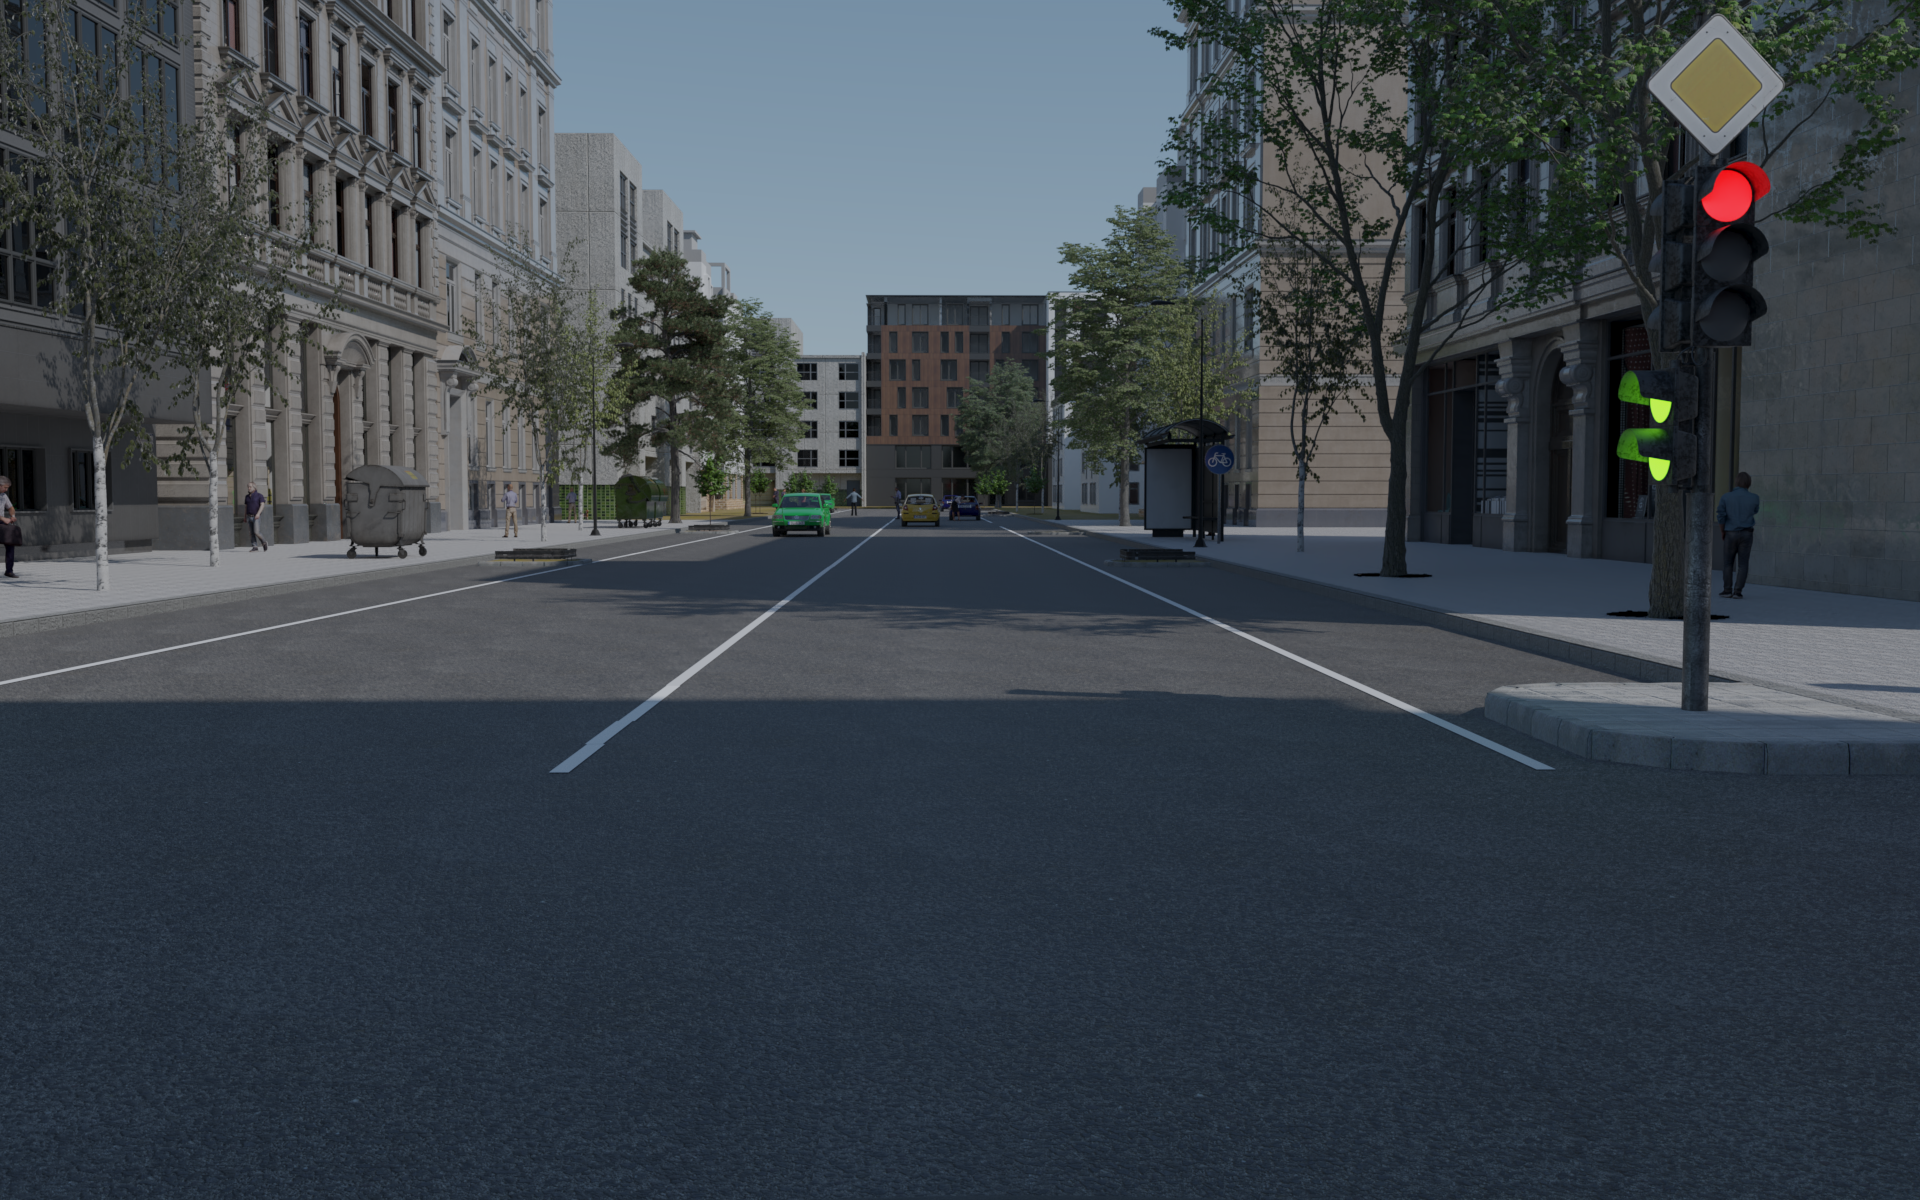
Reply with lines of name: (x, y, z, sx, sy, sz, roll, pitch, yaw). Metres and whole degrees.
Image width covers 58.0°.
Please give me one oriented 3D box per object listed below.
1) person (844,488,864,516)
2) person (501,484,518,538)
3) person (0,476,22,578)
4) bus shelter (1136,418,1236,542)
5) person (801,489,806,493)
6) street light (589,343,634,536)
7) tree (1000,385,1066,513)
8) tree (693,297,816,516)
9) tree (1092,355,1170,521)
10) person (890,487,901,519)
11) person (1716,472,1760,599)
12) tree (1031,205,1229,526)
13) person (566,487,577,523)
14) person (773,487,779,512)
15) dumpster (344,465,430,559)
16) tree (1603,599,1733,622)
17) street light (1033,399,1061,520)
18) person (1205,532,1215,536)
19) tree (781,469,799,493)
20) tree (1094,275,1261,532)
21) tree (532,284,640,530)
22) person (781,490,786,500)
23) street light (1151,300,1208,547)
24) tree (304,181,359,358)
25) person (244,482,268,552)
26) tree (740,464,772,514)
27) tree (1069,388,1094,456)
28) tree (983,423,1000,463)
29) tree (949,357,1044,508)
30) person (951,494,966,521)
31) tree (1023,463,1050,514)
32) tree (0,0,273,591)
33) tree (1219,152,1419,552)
person: (-7.012, -6.488, 114.559, 1.348, 1.826, 0.705, -1, 4, -9)
person: (-13.282, -2.630, 51.112, 0.516, 1.574, 0.319, -3, 4, -37)
person: (-14.629, -1.110, 26.399, 0.590, 1.554, 0.614, 1, 4, 15)
bus shelter: (6.304, -3.370, 49.016, 2.014, 3.302, 5.546, 0, 4, -1)
person: (-9.786, -5.989, 107.147, 0.721, 1.743, 1.217, -2, 4, -24)
street light: (-10.711, -4.937, 53.268, 1.470, 5.913, 1.316, 0, 4, -1)
tree: (5.504, -10.207, 117.241, 4.360, 8.622, 3.978, 0, 3, 0)
tree: (-11.974, -11.140, 100.264, 7.486, 12.596, 7.792, 0, 3, 0)
tree: (7.838, -8.045, 81.906, 4.360, 8.622, 3.978, 0, 3, 0)
person: (-3.667, -5.517, 98.566, 0.599, 1.838, 0.709, -1, 4, -17)
person: (9.527, -0.796, 21.262, 0.499, 1.552, 0.429, 3, 5, 43)
tree: (6.650, -9.165, 67.977, 7.486, 12.596, 7.792, 0, 3, 0)
person: (-17.028, -4.147, 75.914, 0.516, 1.574, 0.319, -2, 4, -34)
person: (-13.487, -7.354, 126.730, 0.683, 1.767, 0.568, 3, 4, 37)
dumpster: (-11.557, -1.783, 34.906, 1.264, 1.857, 1.865, 0, 4, -1)
tree: (7.190, -5.622, 17.683, 9.928, 11.665, 9.643, 0, 3, 0)
street light: (4.284, -6.885, 85.116, 1.470, 5.913, 1.316, 0, 4, -1)
person: (7.647, -2.724, 52.848, 0.388, 1.546, 0.482, 0, 4, 2)
tree: (-12.891, -8.431, 132.447, 1.663, 3.219, 1.824, 0, 3, 0)
tree: (7.855, -6.643, 58.983, 4.737, 8.622, 4.395, 0, 3, 0)
tree: (-13.438, -6.783, 61.271, 4.737, 8.622, 4.395, 0, 3, 0)
person: (-13.965, -7.972, 137.297, 0.541, 1.710, 0.530, -3, 5, -40)
street light: (5.260, -4.226, 41.637, 1.470, 5.913, 1.316, 0, 4, -1)
tree: (-13.120, -4.911, 30.652, 4.360, 8.622, 3.978, 0, 3, 0)
person: (-15.553, -1.841, 38.360, 0.471, 1.553, 0.569, -3, 4, -39)
tree: (-13.359, -7.313, 114.166, 1.663, 3.219, 1.824, 0, 3, 0)
tree: (6.888, -7.676, 75.864, 4.737, 8.622, 4.395, 0, 3, 0)
tree: (4.011, -10.822, 127.297, 4.360, 8.622, 3.978, 0, 3, 0)
tree: (3.596, -15.669, 162.850, 9.857, 13.997, 8.962, 0, 3, 0)
person: (-0.066, -4.898, 91.773, 0.799, 1.438, 0.628, 0, 4, 2)
tree: (4.623, -7.025, 109.466, 1.663, 3.219, 1.824, 0, 3, 0)
tree: (-11.179, -4.435, 22.875, 4.360, 8.622, 3.978, 0, 3, 0)
tree: (7.816, -5.379, 38.315, 4.360, 8.622, 3.978, 0, 3, 0)
